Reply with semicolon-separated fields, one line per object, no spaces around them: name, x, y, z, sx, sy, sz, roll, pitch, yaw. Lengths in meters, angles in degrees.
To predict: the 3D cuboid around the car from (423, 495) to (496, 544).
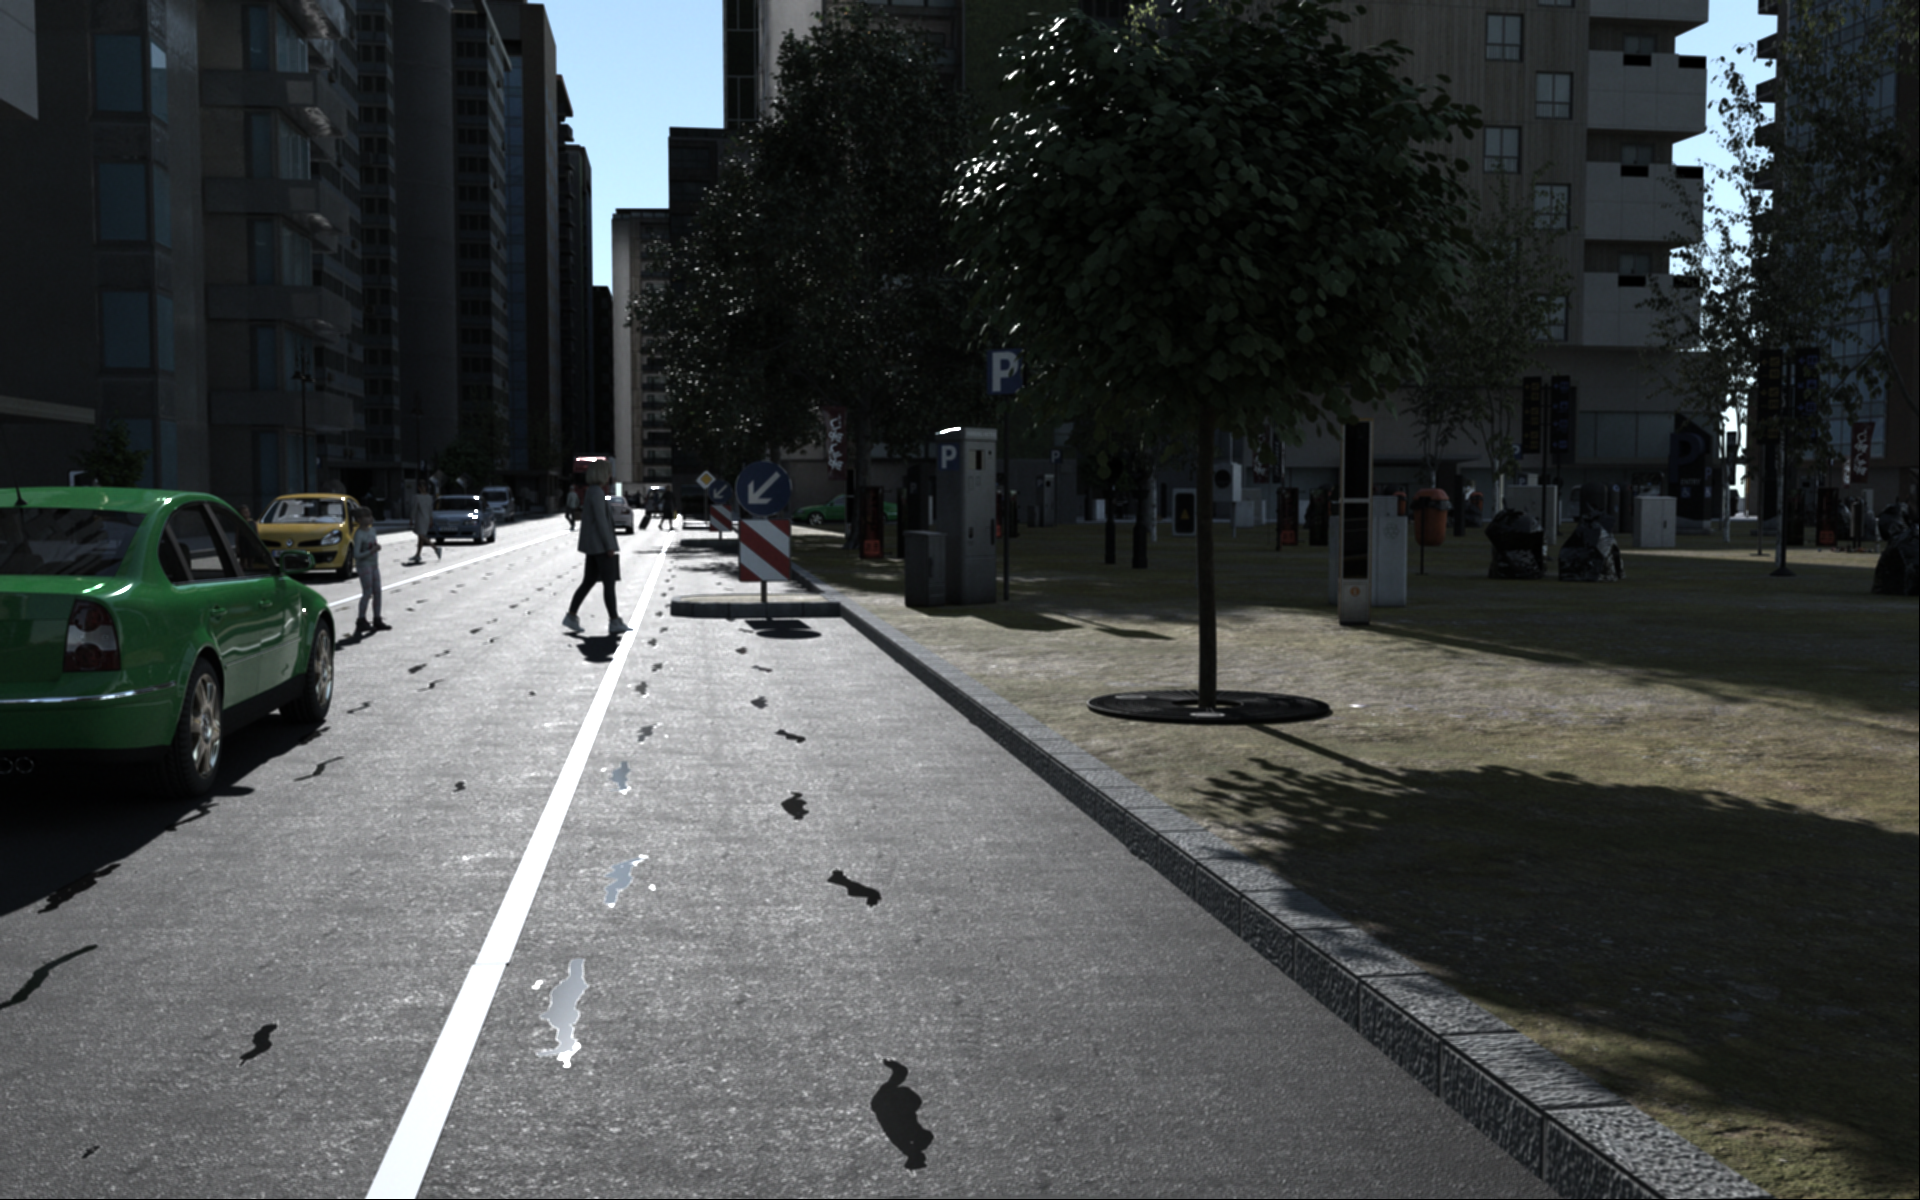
car;-14.724;-2.379;50.903;2.014;1.417;4.499;0;4;-8

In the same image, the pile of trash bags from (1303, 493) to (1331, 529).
pile of trash bags;13.541;-3.292;63.570;1.912;1.369;3.447;1;4;12

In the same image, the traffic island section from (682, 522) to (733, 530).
traffic island section;-10.285;-2.950;70.517;2.009;0.180;2.903;-1;4;-9

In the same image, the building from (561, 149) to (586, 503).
building;-50.815;-31.545;199.361;14.154;41.232;14.086;-1;4;-9

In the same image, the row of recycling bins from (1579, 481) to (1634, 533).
row of recycling bins;21.533;-3.053;57.032;3.534;1.692;1.069;-3;5;-39

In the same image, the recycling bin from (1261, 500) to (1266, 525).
recycling bin;12.138;-3.580;71.083;0.722;1.027;0.722;1;4;19

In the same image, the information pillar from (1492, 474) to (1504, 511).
information pillar;19.454;-3.558;62.668;0.304;2.012;0.304;3;5;40

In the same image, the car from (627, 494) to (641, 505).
car;-42.534;-13.051;225.384;2.014;1.417;4.499;0;4;-7

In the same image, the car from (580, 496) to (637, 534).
car;-13.035;-3.166;64.131;2.083;1.381;4.827;-1;4;-10

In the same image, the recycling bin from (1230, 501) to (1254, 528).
recycling bin;10.616;-3.221;65.218;0.722;1.027;0.722;0;4;-7

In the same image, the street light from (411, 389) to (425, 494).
street light;-23.942;-6.348;76.580;0.468;5.910;1.993;-1;4;-9

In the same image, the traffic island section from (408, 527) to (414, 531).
traffic island section;-20.700;-2.851;68.892;2.009;0.180;2.903;-1;4;-9

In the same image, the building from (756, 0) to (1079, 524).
building;-2.526;-24.481;83.855;14.086;41.232;14.154;-1;4;-9

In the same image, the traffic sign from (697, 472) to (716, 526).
traffic sign;-10.307;-4.085;70.436;0.795;2.450;0.064;-1;4;-9

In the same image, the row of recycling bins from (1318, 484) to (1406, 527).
row of recycling bins;15.789;-3.742;68.286;3.534;1.692;1.069;0;4;-5

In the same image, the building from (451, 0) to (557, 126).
building;-43.673;-30.938;155.949;14.600;45.320;14.200;-1;4;-9

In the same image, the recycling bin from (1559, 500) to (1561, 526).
recycling bin;23.553;-3.468;69.262;0.722;1.027;0.722;0;4;-5

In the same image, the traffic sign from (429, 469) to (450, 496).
traffic sign;-20.678;-3.987;68.834;0.795;2.450;0.064;-1;4;-9

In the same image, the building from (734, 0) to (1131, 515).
building;1.221;-25.902;115.381;32.217;40.220;23.993;-1;4;-9

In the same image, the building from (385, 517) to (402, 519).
building;-46.401;-24.585;93.851;32.217;40.220;23.993;-1;4;-9

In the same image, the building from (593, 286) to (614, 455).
building;-55.031;-28.594;239.211;14.107;30.474;14.160;-1;4;-9

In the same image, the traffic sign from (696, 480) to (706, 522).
traffic sign;-11.546;-4.568;78.325;0.795;2.450;0.064;-1;4;-9

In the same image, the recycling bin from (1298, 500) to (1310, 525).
recycling bin;14.194;-3.633;71.961;0.722;1.027;0.722;-1;4;-19

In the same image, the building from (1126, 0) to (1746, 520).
building;24.443;-31.077;97.340;27.495;52.752;28.713;-1;4;-9

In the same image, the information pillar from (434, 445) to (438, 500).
information pillar;-24.803;-5.546;82.033;0.183;3.616;0.504;-2;4;-27

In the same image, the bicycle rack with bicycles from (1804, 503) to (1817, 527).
bicycle rack with bicycles;32.955;-3.323;67.719;2.925;0.926;2.852;0;4;0

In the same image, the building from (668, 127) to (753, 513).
building;-16.327;-22.551;140.407;14.160;30.474;14.107;-1;4;-9

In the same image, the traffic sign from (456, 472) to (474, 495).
traffic sign;-21.917;-4.470;76.723;0.795;2.450;0.064;-1;4;-9

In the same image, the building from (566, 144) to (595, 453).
building;-53.606;-34.686;217.225;14.200;45.320;14.600;-1;4;-9

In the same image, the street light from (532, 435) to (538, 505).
street light;-33.187;-9.953;135.515;0.468;5.910;1.993;-1;4;-9

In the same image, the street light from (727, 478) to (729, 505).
street light;-16.471;-9.169;122.699;0.468;5.910;1.993;-1;4;-9

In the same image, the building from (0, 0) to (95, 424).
building;-29.754;-26.373;20.435;28.713;52.752;27.495;-1;4;-9

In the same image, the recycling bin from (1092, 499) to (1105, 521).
recycling bin;6.521;-4.350;83.684;0.722;1.027;0.722;3;5;41

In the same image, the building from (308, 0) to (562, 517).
building;-46.294;-26.563;126.190;32.217;40.220;23.993;-1;4;-9

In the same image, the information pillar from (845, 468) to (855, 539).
information pillar;-3.118;-2.731;49.141;0.304;2.012;0.304;0;4;-5

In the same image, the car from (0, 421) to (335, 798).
car;-4.656;-0.037;9.396;1.959;1.807;4.718;-1;4;-9

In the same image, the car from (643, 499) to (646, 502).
car;-29.644;-9.482;167.615;1.945;1.354;3.894;-1;4;-11

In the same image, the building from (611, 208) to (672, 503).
building;-41.100;-34.094;241.033;14.086;41.232;14.154;-1;4;-9

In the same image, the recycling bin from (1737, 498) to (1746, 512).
recycling bin;55.005;-6.710;122.264;0.722;1.027;0.722;1;4;11

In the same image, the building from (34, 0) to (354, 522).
building;-36.287;-26.596;54.451;30.456;49.044;23.786;-1;4;-9

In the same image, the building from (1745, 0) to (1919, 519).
building;54.119;-27.182;94.533;14.200;45.320;14.600;-1;4;-9

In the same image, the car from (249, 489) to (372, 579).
car;-11.341;-1.227;30.286;2.015;1.641;3.980;-1;4;-10

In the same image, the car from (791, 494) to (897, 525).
car;-4.972;-4.075;75.417;4.718;1.807;1.959;-1;4;-10

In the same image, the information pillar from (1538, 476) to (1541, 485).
information pillar;23.685;-4.031;70.396;0.304;2.012;0.304;-1;4;-21

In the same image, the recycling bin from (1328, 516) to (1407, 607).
recycling bin;4.685;-0.451;19.927;0.722;1.027;0.722;0;4;-4

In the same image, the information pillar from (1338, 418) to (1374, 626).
information pillar;3.869;-0.762;16.951;0.304;2.012;0.304;1;4;10

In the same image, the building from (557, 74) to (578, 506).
building;-50.901;-31.925;176.591;22.147;44.769;28.867;-1;4;-9

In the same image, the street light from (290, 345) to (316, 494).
street light;-20.352;-4.954;53.781;0.468;5.910;1.993;-1;4;-9

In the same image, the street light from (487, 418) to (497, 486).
street light;-28.614;-8.142;105.912;0.468;5.910;1.993;-1;4;-9

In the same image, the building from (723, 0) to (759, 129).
building;-21.376;-47.699;218.133;20.563;71.187;20.611;-1;4;-9
